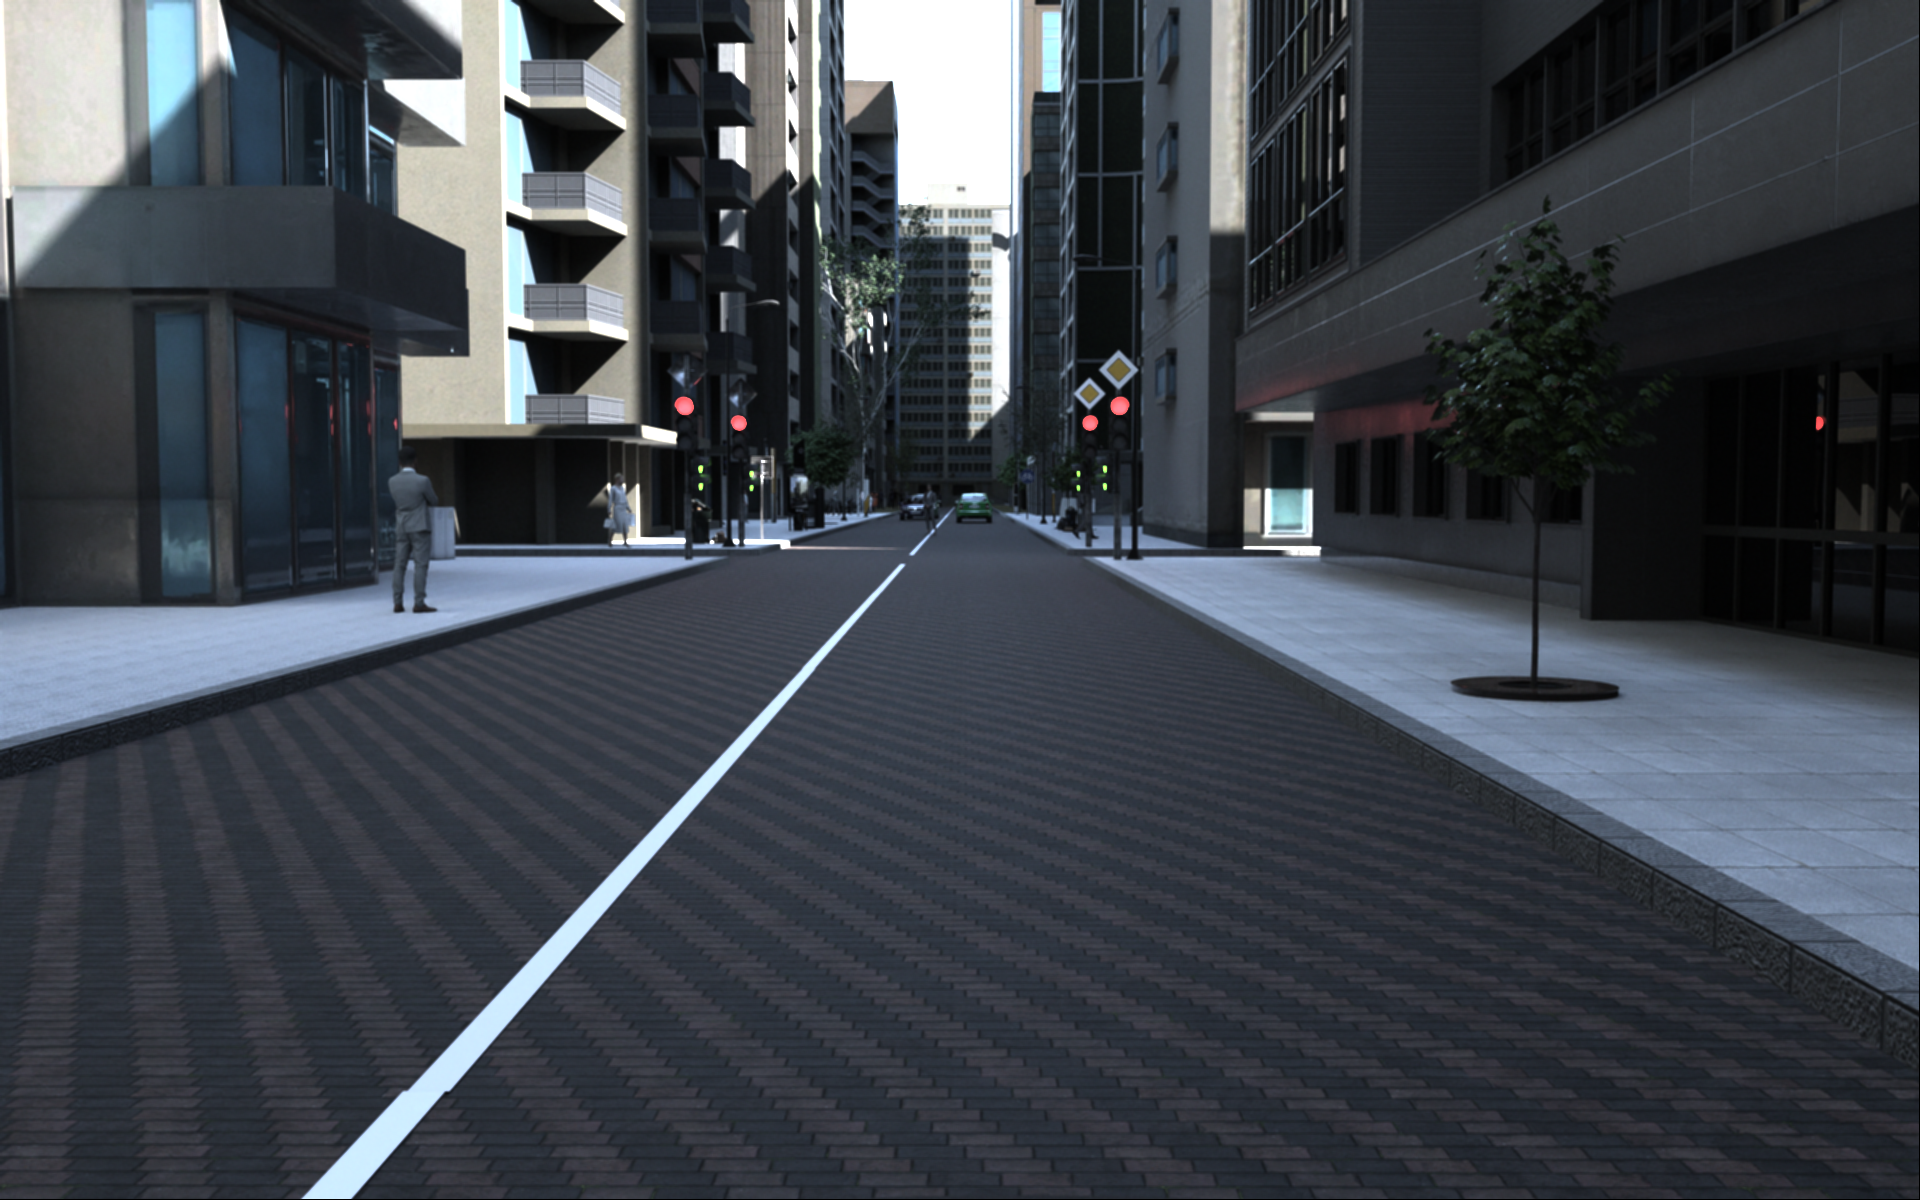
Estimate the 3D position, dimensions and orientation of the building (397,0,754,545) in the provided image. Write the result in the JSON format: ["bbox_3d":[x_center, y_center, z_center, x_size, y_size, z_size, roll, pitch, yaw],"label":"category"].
[{"bbox_3d":[-18.606,-24.533,55.738,22.147,44.769,28.867,0,4,0],"label":"building"}]

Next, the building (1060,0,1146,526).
[{"bbox_3d":[20.926,-23.489,75.925,32.217,40.220,23.993,0,4,0],"label":"building"}]

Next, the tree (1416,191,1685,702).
[{"bbox_3d":[3.847,-1.011,11.139,1.663,3.219,1.824,0,3,0],"label":"tree"}]

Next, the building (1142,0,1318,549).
[{"bbox_3d":[16.357,-26.066,49.878,21.600,48.544,21.300,0,4,0],"label":"building"}]

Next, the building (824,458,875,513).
[{"bbox_3d":[-16.781,-42.105,126.672,20.563,71.187,20.611,0,4,0],"label":"building"}]

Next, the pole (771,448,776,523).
[{"bbox_3d":[-8.259,-5.071,76.753,0.158,3.312,0.155,0,3,0],"label":"pole"}]

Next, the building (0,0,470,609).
[{"bbox_3d":[-22.195,-24.392,18.424,30.456,49.044,23.786,0,4,0],"label":"building"}]

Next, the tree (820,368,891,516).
[{"bbox_3d":[-6.150,-9.175,100.371,4.360,8.622,3.978,0,3,0],"label":"tree"}]

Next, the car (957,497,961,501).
[{"bbox_3d":[0.768,-8.645,153.708,2.083,1.381,4.827,0,4,1],"label":"car"}]

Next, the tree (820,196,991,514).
[{"bbox_3d":[-4.812,-15.529,109.784,12.611,20.169,13.585,0,3,0],"label":"tree"}]

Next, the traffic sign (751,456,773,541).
[{"bbox_3d":[-5.357,-2.734,46.823,0.606,2.300,0.079,1,4,8],"label":"traffic sign"}]

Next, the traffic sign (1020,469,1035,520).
[{"bbox_3d":[3.389,-5.327,87.196,0.768,2.556,0.104,0,4,4],"label":"traffic sign"}]

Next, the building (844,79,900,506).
[{"bbox_3d":[-13.828,-32.689,184.580,14.200,45.320,14.600,0,4,0],"label":"building"}]

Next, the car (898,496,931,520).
[{"bbox_3d":[-2.457,-5.086,95.732,1.945,1.354,3.894,0,4,-1],"label":"car"}]

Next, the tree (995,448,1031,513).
[{"bbox_3d":[4.177,-8.308,119.544,4.285,4.588,4.351,0,3,0],"label":"tree"}]

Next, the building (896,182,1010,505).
[{"bbox_3d":[-1.633,-32.199,218.331,23.993,40.220,32.217,0,4,0],"label":"building"}]

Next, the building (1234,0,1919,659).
[{"bbox_3d":[12.144,-12.132,17.419,14.314,24.678,30.058,0,4,0],"label":"building"}]

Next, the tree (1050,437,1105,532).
[{"bbox_3d":[4.134,-3.928,58.830,1.663,3.219,1.824,0,3,0],"label":"tree"}]

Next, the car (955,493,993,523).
[{"bbox_3d":[0.717,-4.808,87.404,1.959,1.807,4.718,0,4,0],"label":"car"}]

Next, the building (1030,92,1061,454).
[{"bbox_3d":[12.142,-21.786,127.899,14.160,30.474,14.107,0,4,0],"label":"building"}]

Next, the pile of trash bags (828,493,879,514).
[{"bbox_3d":[-7.069,-6.398,114.359,3.447,1.369,1.912,0,4,-4],"label":"pile of trash bags"}]

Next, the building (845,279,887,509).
[{"bbox_3d":[-21.042,-18.886,153.826,27.650,21.520,28.899,0,4,0],"label":"building"}]

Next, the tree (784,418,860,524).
[{"bbox_3d":[-5.923,-5.564,74.683,4.285,4.588,4.351,0,3,0],"label":"tree"}]

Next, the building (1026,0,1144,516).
[{"bbox_3d":[14.717,-40.795,105.248,20.563,71.187,20.611,0,4,0],"label":"building"}]

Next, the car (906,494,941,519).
[{"bbox_3d":[-2.168,-5.480,101.397,2.131,1.459,4.920,0,4,1],"label":"car"}]

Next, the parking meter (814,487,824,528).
[{"bbox_3d":[-5.288,-3.471,65.163,0.372,1.533,0.369,0,3,0],"label":"parking meter"}]

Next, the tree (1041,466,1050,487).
[{"bbox_3d":[4.003,-4.232,63.802,1.663,3.219,1.824,0,3,0],"label":"tree"}]

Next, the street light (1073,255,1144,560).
[{"bbox_3d":[2.884,-3.746,33.780,1.470,5.913,1.316,0,4,0],"label":"street light"}]

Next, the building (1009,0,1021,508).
[{"bbox_3d":[15.558,-38.826,176.809,21.231,58.520,28.212,0,4,0],"label":"building"}]

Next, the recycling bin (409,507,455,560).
[{"bbox_3d":[-10.403,-1.309,33.957,0.722,1.027,0.722,1,4,17],"label":"recycling bin"}]

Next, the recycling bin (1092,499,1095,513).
[{"bbox_3d":[7.069,-5.110,96.098,0.722,1.027,0.722,0,4,-8],"label":"recycling bin"}]

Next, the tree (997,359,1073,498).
[{"bbox_3d":[4.293,-8.746,93.364,4.360,8.622,3.978,0,3,0],"label":"tree"}]

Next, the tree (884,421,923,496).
[{"bbox_3d":[-5.538,-13.574,172.304,4.737,8.622,4.395,0,3,0],"label":"tree"}]

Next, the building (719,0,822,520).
[{"bbox_3d":[-14.791,-19.455,89.789,14.160,30.474,14.107,0,4,0],"label":"building"}]

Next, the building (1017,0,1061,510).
[{"bbox_3d":[11.834,-30.075,141.840,14.600,45.320,14.200,0,4,0],"label":"building"}]

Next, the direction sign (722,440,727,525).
[{"bbox_3d":[-10.051,-4.946,72.861,0.876,3.537,0.379,-3,5,-44],"label":"direction sign"}]
